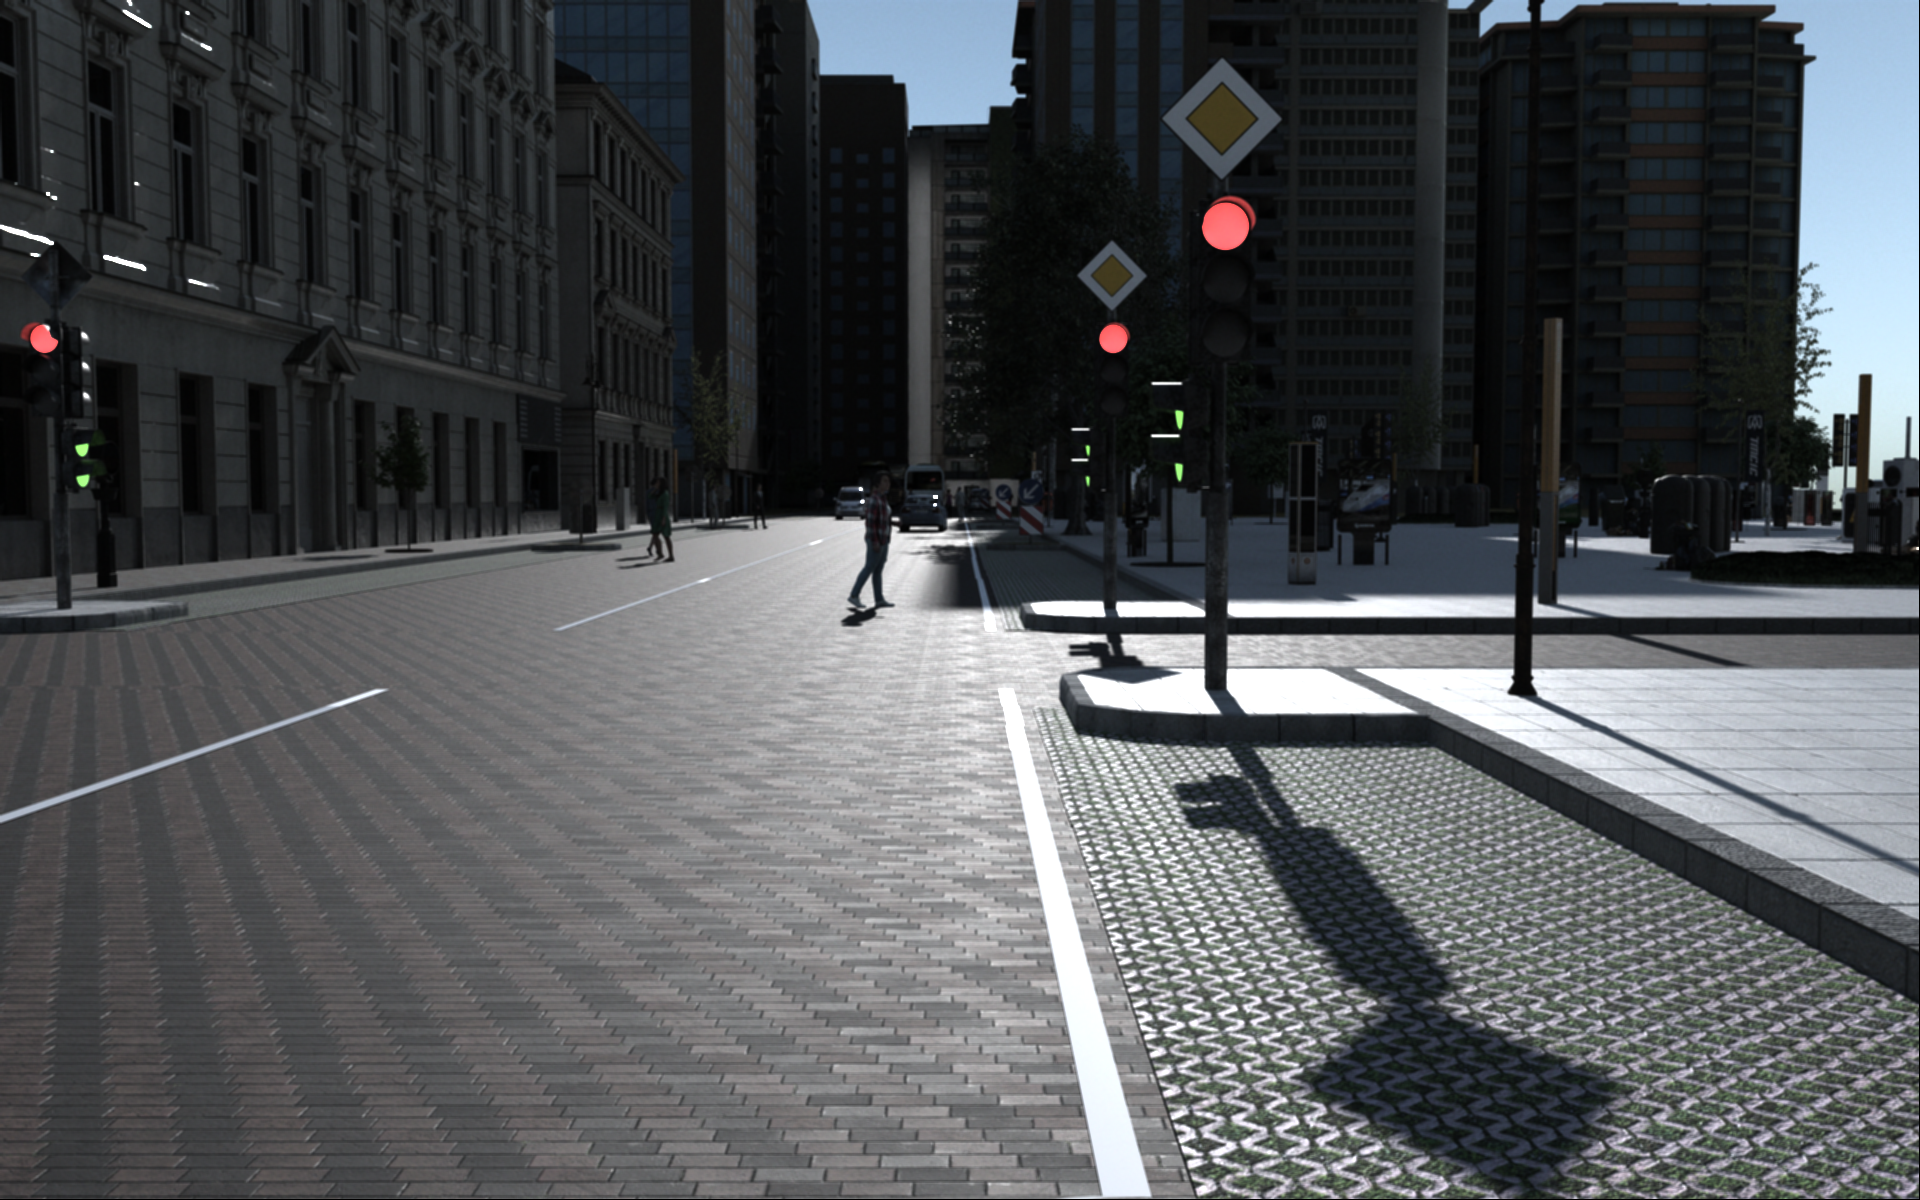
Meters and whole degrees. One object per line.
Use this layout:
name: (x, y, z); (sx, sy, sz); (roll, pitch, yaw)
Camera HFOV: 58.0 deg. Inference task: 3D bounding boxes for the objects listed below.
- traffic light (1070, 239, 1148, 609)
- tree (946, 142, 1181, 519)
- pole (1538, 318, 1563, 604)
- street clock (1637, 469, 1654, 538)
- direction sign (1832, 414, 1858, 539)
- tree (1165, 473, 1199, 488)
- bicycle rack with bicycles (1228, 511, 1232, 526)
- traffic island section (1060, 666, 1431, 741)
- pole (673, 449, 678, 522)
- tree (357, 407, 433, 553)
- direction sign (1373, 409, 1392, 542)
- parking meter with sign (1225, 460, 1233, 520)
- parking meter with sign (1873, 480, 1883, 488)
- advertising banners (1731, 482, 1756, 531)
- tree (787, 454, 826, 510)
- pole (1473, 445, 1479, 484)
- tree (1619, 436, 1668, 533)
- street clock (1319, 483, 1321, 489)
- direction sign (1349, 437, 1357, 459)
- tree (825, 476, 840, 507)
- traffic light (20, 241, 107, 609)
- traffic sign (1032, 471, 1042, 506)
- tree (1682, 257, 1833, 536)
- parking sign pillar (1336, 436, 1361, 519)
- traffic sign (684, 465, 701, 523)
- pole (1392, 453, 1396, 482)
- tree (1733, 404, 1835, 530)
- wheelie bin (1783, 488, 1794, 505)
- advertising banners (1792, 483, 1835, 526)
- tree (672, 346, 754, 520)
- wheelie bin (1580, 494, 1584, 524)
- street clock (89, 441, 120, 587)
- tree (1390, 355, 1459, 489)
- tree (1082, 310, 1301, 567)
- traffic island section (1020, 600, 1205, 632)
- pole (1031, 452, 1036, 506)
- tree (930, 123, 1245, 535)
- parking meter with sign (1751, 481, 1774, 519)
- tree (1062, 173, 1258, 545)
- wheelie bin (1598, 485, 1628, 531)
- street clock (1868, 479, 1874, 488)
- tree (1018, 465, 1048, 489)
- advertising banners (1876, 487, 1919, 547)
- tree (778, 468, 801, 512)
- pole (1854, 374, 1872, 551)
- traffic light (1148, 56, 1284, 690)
traffic light: (1.661, -1.857, 19.281); (0.839, 4.253, 0.868); (0, 3, 0)
tree: (5.620, -14.414, 91.550); (12.611, 20.169, 13.585); (0, 3, 0)
pole: (6.880, -1.611, 20.183); (0.158, 3.312, 0.155); (0, 3, 0)
street clock: (19.889, -2.798, 50.310); (0.358, 2.002, 0.471); (-1, 4, -19)
direction sign: (25.104, -3.493, 49.103); (0.876, 3.537, 0.379); (-1, 4, -13)
tree: (9.670, -4.860, 74.056); (1.663, 3.219, 1.824); (0, 3, 0)
bicycle rack with bicycles: (9.723, -3.441, 69.650); (2.852, 0.926, 2.925); (1, 4, 21)
traffic island section: (1.706, 0.665, 11.410); (2.009, 0.180, 2.903); (0, 3, 0)
pole: (-12.867, -5.165, 78.294); (0.158, 3.312, 0.155); (0, 3, 0)
tree: (-12.224, -2.683, 38.476); (1.663, 3.219, 1.824); (0, 3, 0)
direction sign: (11.274, -3.320, 46.286); (0.379, 3.537, 0.876); (3, 5, 44)
parking meter with sign: (13.444, -5.571, 87.345); (0.543, 3.016, 1.738); (0, 4, -2)
parking meter with sign: (48.859, -5.850, 91.905); (1.738, 3.016, 0.543); (2, 4, 33)
advertising banners: (26.784, -3.881, 59.649); (0.090, 3.025, 2.074); (-1, 4, -14)
tree: (-12.501, -9.641, 141.351); (4.285, 4.588, 4.351); (0, 3, 0)
pole: (21.282, -4.750, 71.513); (0.158, 3.312, 0.155); (0, 3, 0)
tree: (22.844, -3.816, 56.996); (1.663, 3.219, 1.824); (0, 3, 0)
street clock: (17.886, -5.039, 86.963); (0.471, 2.002, 0.358); (1, 4, 19)
direction sign: (15.621, -4.703, 68.895); (0.379, 3.537, 0.876); (2, 4, 33)
tree: (-12.932, -10.821, 171.530); (1.663, 3.219, 1.824); (0, 3, 0)
traffic light: (-10.001, -1.855, 19.258); (0.839, 4.253, 0.868); (0, 3, 0)
traffic sign: (3.422, -4.514, 75.934); (0.606, 2.300, 0.079); (1, 4, 9)
tree: (24.618, -6.275, 52.963); (4.737, 8.622, 4.395); (0, 3, 0)
parking sign pillar: (18.268, -5.637, 80.638); (1.447, 3.967, 1.447); (0, 4, -2)
traffic sign: (-11.768, -4.645, 76.058); (0.768, 2.556, 0.104); (0, 4, 7)
pole: (21.479, -5.618, 85.692); (0.158, 3.312, 0.155); (0, 3, 0)
tree: (29.654, -4.787, 61.974); (4.285, 4.588, 4.351); (0, 3, 0)
wheelie bin: (43.567, -5.073, 90.848); (0.693, 1.594, 0.980); (0, 4, 7)
advertising banners: (34.719, -4.553, 70.632); (2.074, 3.025, 0.090); (0, 4, -8)
tree: (-12.648, -8.360, 87.049); (4.360, 8.622, 3.978); (0, 3, 0)
wheelie bin: (26.623, -4.119, 75.248); (0.693, 1.594, 0.980); (-1, 4, -15)
street clock: (-11.758, -1.178, 23.823); (0.358, 2.002, 0.471); (0, 4, 2)
tree: (24.303, -8.665, 92.041); (4.737, 8.622, 4.395); (0, 3, 0)
tree: (3.867, -2.894, 31.039); (4.285, 4.588, 4.351); (0, 3, 0)
traffic island section: (1.701, 0.176, 19.395); (2.009, 0.180, 2.903); (0, 3, 0)
pole: (3.545, -5.477, 83.385); (0.158, 3.312, 0.155); (0, 3, 0)
tree: (3.766, -8.377, 53.964); (9.611, 12.733, 9.660); (0, 3, 0)
parking meter with sign: (41.177, -5.708, 89.583); (1.738, 3.016, 0.543); (3, 4, 39)
tree: (4.513, -5.507, 40.407); (4.360, 8.622, 3.978); (0, 3, 0)
wheelie bin: (22.711, -3.207, 60.348); (0.980, 1.594, 0.693); (0, 4, 0)
street clock: (44.339, -4.893, 84.577); (0.471, 2.002, 0.358); (3, 5, 44)
tree: (4.266, -6.501, 100.894); (1.663, 3.219, 1.824); (0, 3, 0)
advertising banners: (22.783, -2.761, 41.338); (0.090, 3.025, 2.074); (-1, 4, -20)
tree: (-12.281, -7.973, 124.962); (1.663, 3.219, 1.824); (0, 3, 0)
pole: (15.415, -2.186, 29.581); (0.158, 3.312, 0.155); (0, 3, 0)
traffic light: (1.666, -1.369, 11.296); (0.839, 4.253, 0.868); (0, 3, 0)
